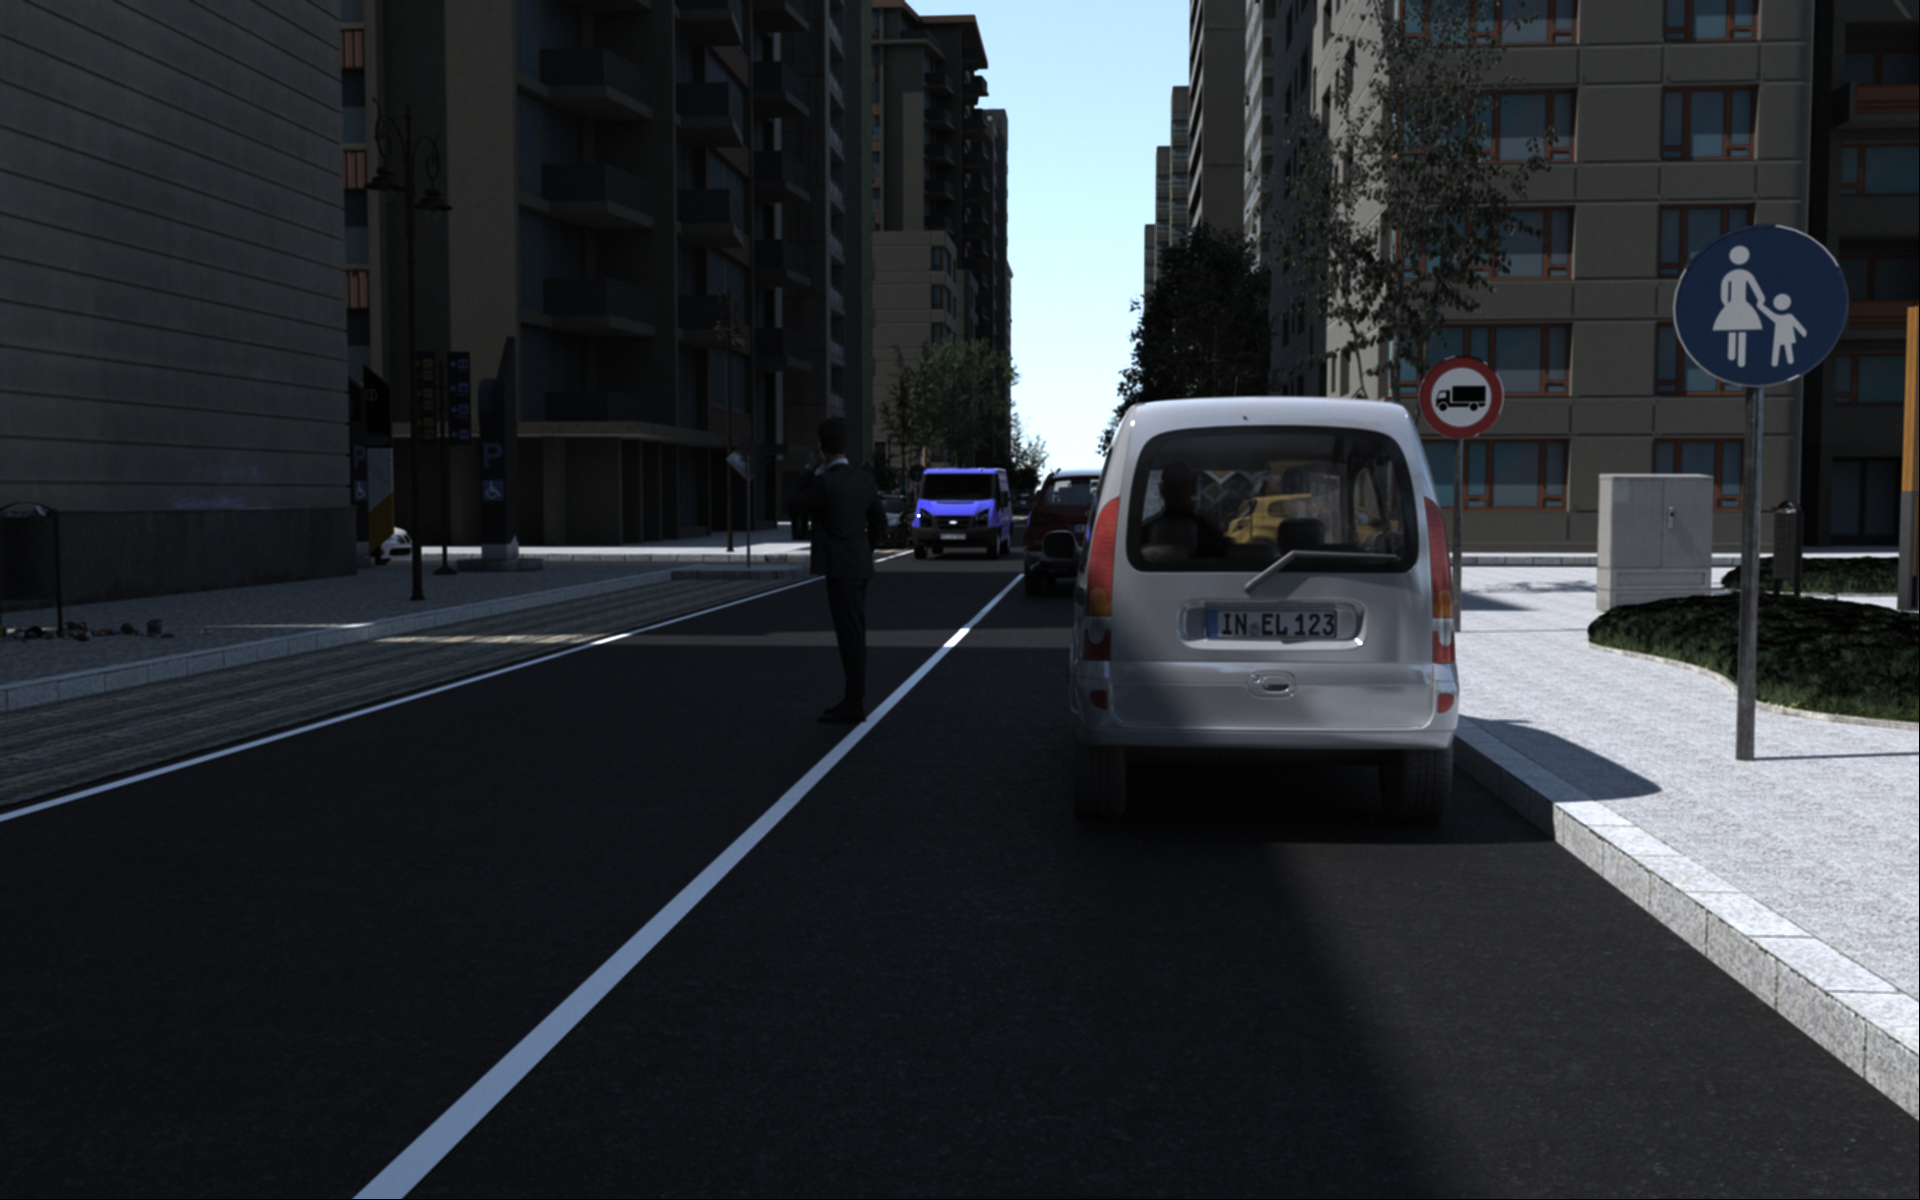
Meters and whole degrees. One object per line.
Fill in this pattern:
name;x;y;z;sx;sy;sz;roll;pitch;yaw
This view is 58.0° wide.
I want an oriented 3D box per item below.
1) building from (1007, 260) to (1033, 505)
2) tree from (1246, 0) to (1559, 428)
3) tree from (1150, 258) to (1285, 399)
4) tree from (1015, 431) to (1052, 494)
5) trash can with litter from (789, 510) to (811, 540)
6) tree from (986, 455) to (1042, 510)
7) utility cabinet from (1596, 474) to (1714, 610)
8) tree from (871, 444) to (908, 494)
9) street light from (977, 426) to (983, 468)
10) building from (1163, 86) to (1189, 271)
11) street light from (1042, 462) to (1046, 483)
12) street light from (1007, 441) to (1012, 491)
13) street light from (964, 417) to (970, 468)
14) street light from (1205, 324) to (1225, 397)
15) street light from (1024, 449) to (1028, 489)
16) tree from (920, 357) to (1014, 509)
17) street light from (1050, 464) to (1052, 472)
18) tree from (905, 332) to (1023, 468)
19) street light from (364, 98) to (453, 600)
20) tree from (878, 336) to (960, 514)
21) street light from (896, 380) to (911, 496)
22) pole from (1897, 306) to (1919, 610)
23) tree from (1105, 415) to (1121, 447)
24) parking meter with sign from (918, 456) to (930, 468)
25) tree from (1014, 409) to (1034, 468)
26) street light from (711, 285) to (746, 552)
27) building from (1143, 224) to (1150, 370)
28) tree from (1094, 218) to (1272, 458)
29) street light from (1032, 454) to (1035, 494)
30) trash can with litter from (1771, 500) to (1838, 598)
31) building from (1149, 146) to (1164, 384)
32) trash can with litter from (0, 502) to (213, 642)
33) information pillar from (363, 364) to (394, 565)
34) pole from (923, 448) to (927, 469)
building;-4.915;-34.825;261.272;32.217;40.220;23.993;0;4;5
tree;5.737;-4.404;22.370;4.360;8.622;3.978;0;3;0
tree;8.132;-6.410;55.164;4.737;8.622;4.395;0;3;0
tree;8.492;-15.367;201.615;4.737;8.622;4.395;0;3;0
trash can with litter;-4.244;-2.254;48.236;1.055;1.170;0.624;2;4;34
tree;3.542;-9.585;140.429;4.285;4.588;4.351;0;3;0
utility cabinet;7.568;-0.622;18.850;1.173;1.500;0.318;-1;4;-8
tree;-3.072;-4.373;66.096;1.663;3.219;1.824;0;3;0
street light;1.358;-8.717;115.302;0.468;5.910;1.993;0;4;5
building;28.330;-30.150;176.548;14.154;41.232;14.086;0;4;5
street light;11.119;-15.741;230.149;0.468;5.910;1.993;0;4;5
street light;4.169;-10.667;147.199;0.468;5.910;1.993;0;4;5
street light;0.385;-7.915;102.196;0.468;5.910;1.993;0;4;5
street light;6.926;-4.550;47.172;0.468;5.910;1.993;0;4;5
street light;6.873;-12.619;179.104;0.468;5.910;1.993;0;4;5
tree;-0.155;-8.737;93.209;4.360;8.622;3.978;0;3;0
street light;13.799;-17.692;262.056;0.468;5.910;1.993;0;4;5
tree;0.088;-11.286;110.287;9.928;11.665;9.643;0;3;0
street light;-6.563;-2.935;20.779;0.468;5.910;1.993;0;4;5
tree;-2.092;-8.009;81.306;4.737;8.622;4.395;0;3;0
street light;-2.295;-5.963;70.289;0.468;5.910;1.993;0;4;5
pole;10.427;-1.535;18.941;0.158;3.312;0.155;0;3;0
tree;20.058;-16.507;195.640;9.928;11.665;9.643;0;3;0
parking meter with sign;-1.524;-4.974;77.592;0.543;3.016;1.738;0;4;-6
tree;4.472;-12.276;151.067;4.360;8.622;3.978;0;3;0
street light;-5.116;-4.013;38.393;0.468;5.910;1.993;0;4;5
building;34.845;-35.438;263.000;14.154;41.232;14.086;0;4;5
tree;10.393;-9.484;72.077;9.611;12.733;9.660;0;3;0
street light;8.392;-13.758;197.735;0.468;5.910;1.993;0;4;5
trash can with litter;9.263;-0.518;19.522;1.678;1.210;2.233;0;4;2
building;30.093;-31.930;205.647;14.154;41.232;14.086;0;4;5
trash can with litter;-7.914;-0.268;15.437;2.233;1.210;1.678;-1;4;-12
information pillar;-10.481;-2.437;31.199;0.504;3.616;0.183;0;4;-3
pole;-1.537;-5.035;76.170;0.158;3.312;0.155;0;3;0
